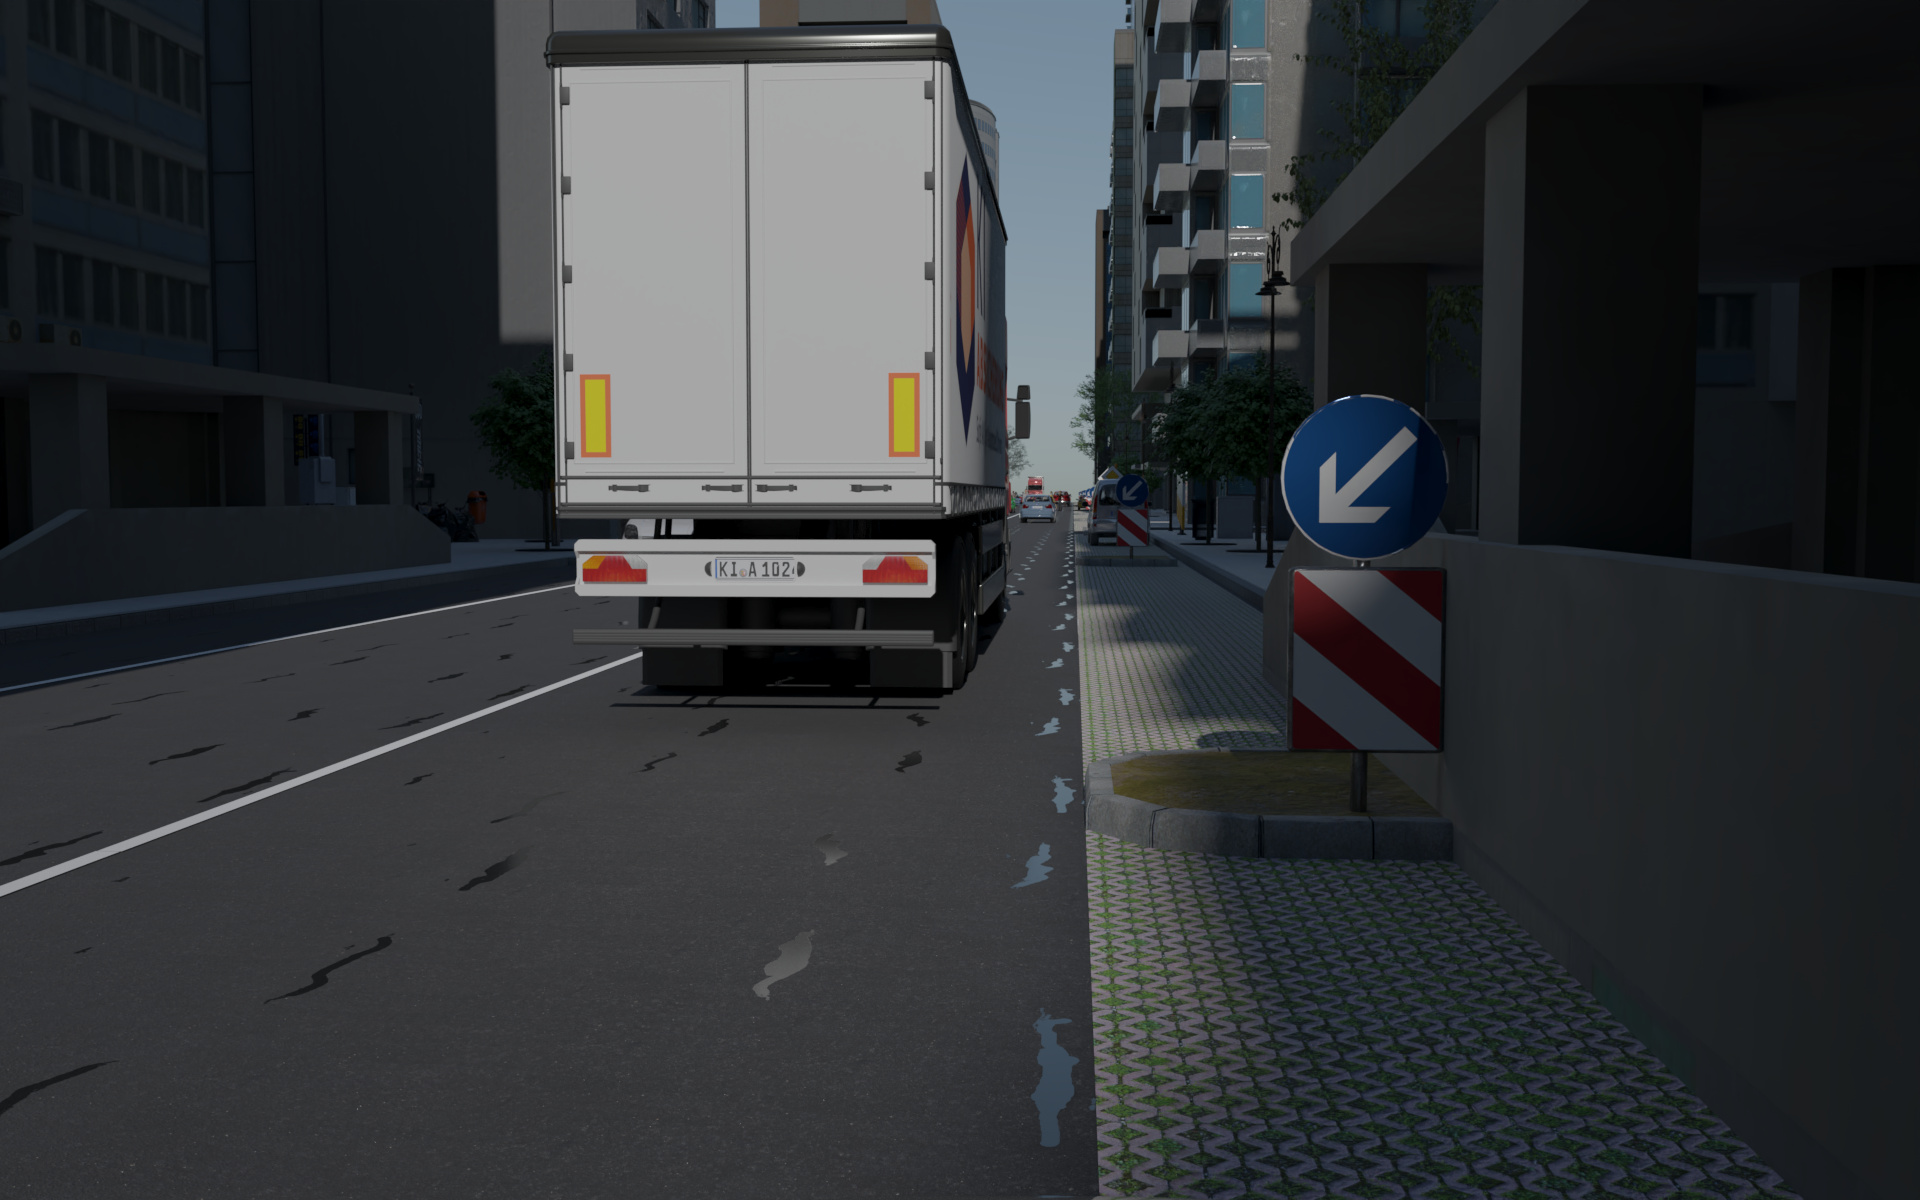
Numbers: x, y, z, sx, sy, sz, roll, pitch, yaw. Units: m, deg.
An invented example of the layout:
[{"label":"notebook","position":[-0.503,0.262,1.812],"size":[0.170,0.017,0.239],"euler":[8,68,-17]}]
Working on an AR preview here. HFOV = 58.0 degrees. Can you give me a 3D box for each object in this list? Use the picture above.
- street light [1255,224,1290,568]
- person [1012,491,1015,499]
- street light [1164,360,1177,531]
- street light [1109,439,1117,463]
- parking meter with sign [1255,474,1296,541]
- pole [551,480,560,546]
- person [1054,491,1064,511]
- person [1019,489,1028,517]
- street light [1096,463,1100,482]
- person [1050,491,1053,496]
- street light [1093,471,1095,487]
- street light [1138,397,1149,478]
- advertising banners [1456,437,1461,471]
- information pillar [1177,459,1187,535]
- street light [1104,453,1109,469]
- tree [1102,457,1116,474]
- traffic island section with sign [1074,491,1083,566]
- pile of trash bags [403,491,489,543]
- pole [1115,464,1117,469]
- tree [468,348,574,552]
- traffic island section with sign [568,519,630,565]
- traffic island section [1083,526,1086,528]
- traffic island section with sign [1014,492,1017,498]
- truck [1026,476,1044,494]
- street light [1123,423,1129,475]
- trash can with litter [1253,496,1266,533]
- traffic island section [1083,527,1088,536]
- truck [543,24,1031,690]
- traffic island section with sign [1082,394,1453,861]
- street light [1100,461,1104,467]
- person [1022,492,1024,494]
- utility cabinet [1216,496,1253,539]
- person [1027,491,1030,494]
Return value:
[{"label":"street light","position":[5.401,-3.499,30.001],"size":[0.468,5.910,1.993],"euler":[0,4,4]},{"label":"person","position":[6.393,-12.269,209.104],"size":[0.705,1.824,1.348],"euler":[-2,4,-26]},{"label":"street light","position":[7.273,-5.312,59.643],"size":[0.468,5.910,1.993],"euler":[0,4,4]},{"label":"street light","position":[12.693,-10.368,142.305],"size":[0.468,5.910,1.993],"euler":[0,4,4]},{"label":"parking meter with sign","position":[8.802,-3.131,47.457],"size":[1.738,3.016,0.543],"euler":[-2,4,-27]},{"label":"pole","position":[-9.918,-2.969,42.389],"size":[0.158,3.312,0.155],"euler":[0,3,0]},{"label":"person","position":[8.387,-8.376,146.271],"size":[0.721,1.723,1.217],"euler":[-3,5,-41]},{"label":"person","position":[3.800,-5.607,100.927],"size":[0.760,1.731,0.466],"euler":[1,4,14]},{"label":"street light","position":[17.669,-15.056,218.957],"size":[0.468,5.910,1.993],"euler":[0,4,4]},{"label":"person","position":[9.299,-10.334,178.249],"size":[0.721,1.735,1.217],"euler":[-1,4,-16]},{"label":"street light","position":[19.175,-16.427,241.365],"size":[0.468,5.910,1.993],"euler":[0,4,4]},{"label":"street light","position":[8.770,-6.721,82.674],"size":[0.468,5.910,1.993],"euler":[0,4,4]},{"label":"advertising banners","position":[13.588,-3.338,50.757],"size":[2.074,3.025,0.090],"euler":[1,4,23]},{"label":"information pillar","position":[6.933,-3.848,54.271],"size":[0.183,3.616,0.504],"euler":[-1,4,-14]},{"label":"street light","position":[13.760,-11.423,159.546],"size":[0.468,5.910,1.993],"euler":[0,4,4]},{"label":"tree","position":[6.230,-3.675,43.800],"size":[4.285,4.588,4.351],"euler":[0,3,0]},{"label":"traffic island section with sign","position":[3.331,-1.606,34.886],"size":[1.989,1.847,2.006],"euler":[0,4,4]},{"label":"pile of trash bags","position":[-13.713,-2.236,46.312],"size":[1.912,1.369,3.447],"euler":[1,4,17]},{"label":"pole","position":[10.461,-7.486,116.239],"size":[0.158,3.312,0.155],"euler":[0,3,0]},{"label":"tree","position":[-9.372,-3.389,39.123],"size":[4.285,4.588,4.351],"euler":[0,3,0]},{"label":"traffic island section with sign","position":[-6.849,-1.658,35.734],"size":[1.989,1.847,2.006],"euler":[0,4,4]},{"label":"traffic island section","position":[5.837,-2.810,68.217],"size":[2.009,0.180,2.903],"euler":[0,4,4]},{"label":"traffic island section with sign","position":[8.979,-16.477,278.025],"size":[1.989,1.847,2.006],"euler":[0,4,4]},{"label":"truck","position":[12.151,-17.686,278.075],"size":[2.839,4.237,11.283],"euler":[0,4,4]},{"label":"street light","position":[10.816,-8.555,112.664],"size":[0.468,5.910,1.993],"euler":[0,4,4]},{"label":"trash can with litter","position":[9.817,-2.840,57.492],"size":[1.678,1.210,2.233],"euler":[-1,4,-16]},{"label":"traffic island section","position":[5.316,-2.322,60.249],"size":[2.009,0.180,2.903],"euler":[0,4,4]},{"label":"truck","position":[-0.895,-1.659,16.032],"size":[2.839,4.237,11.283],"euler":[0,4,4]},{"label":"traffic island section with sign","position":[1.557,0.058,7.684],"size":[1.989,1.847,2.006],"euler":[0,4,4]},{"label":"street light","position":[15.821,-13.235,189.176],"size":[0.468,5.910,1.993],"euler":[0,4,4]},{"label":"person","position":[8.358,-13.391,228.155],"size":[1.217,1.736,0.721],"euler":[3,4,36]},{"label":"utility cabinet","position":[7.923,-2.373,49.961],"size":[1.020,1.237,0.306],"euler":[0,4,-1]},{"label":"person","position":[9.560,-14.337,242.535],"size":[1.348,1.869,0.705],"euler":[2,4,26]}]
